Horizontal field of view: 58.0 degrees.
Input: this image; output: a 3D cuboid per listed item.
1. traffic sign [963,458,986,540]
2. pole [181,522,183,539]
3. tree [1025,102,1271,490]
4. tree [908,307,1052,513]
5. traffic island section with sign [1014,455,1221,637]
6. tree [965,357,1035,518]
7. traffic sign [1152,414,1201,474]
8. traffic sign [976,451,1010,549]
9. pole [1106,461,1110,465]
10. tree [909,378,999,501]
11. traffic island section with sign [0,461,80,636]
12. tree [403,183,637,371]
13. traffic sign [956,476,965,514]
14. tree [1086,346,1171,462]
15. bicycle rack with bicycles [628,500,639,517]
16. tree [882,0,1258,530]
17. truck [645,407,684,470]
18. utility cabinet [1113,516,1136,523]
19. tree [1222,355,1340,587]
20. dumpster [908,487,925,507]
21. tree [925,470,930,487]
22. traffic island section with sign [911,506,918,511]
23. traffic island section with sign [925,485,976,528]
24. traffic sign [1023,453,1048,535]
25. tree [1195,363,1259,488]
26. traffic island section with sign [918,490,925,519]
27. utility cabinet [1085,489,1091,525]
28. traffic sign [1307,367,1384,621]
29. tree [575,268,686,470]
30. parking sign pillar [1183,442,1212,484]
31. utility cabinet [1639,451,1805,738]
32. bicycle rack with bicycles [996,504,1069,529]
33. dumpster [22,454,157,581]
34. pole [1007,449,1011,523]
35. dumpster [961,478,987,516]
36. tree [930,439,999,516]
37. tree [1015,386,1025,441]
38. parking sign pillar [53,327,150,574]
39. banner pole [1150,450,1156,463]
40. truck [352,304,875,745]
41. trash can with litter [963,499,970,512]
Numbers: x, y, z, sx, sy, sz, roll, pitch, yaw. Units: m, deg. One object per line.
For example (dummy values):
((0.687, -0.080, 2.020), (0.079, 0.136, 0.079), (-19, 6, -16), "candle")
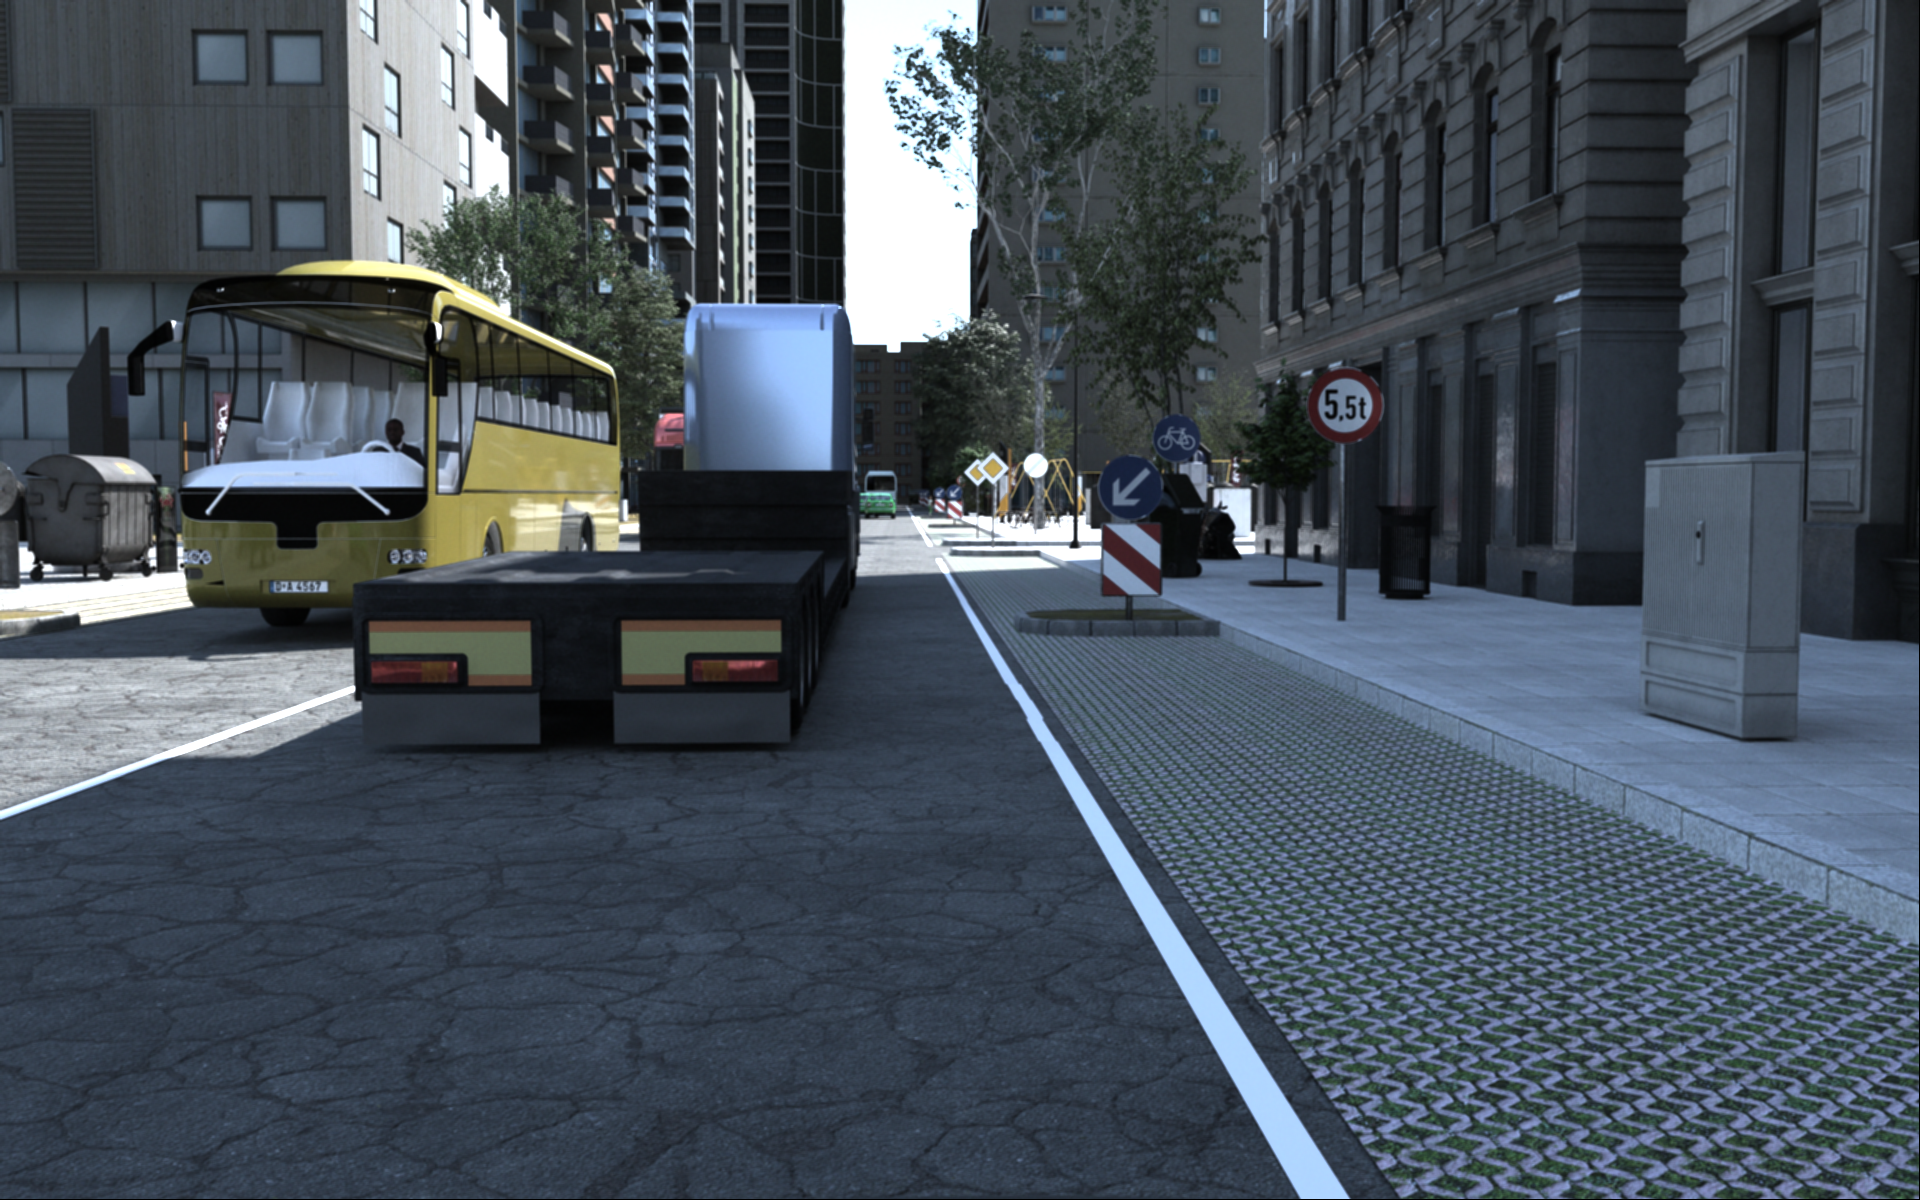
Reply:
((0.494, -2.756, 48.702), (0.795, 2.450, 0.064), (0, 4, -2), "traffic sign")
((-21.833, -3.358, 48.740), (0.158, 3.312, 0.155), (0, 3, 0), "pole")
((3.634, -4.986, 31.884), (4.737, 8.622, 4.395), (0, 3, 0), "tree")
((1.137, -12.947, 118.346), (9.857, 13.997, 8.962), (0, 3, 0), "tree")
((1.590, -0.589, 18.250), (1.989, 1.847, 2.006), (0, 4, -2), "traffic island section with sign")
((2.123, -8.766, 93.684), (4.360, 8.622, 3.978), (0, 3, 0), "tree")
((3.459, -1.690, 27.736), (0.768, 2.556, 0.104), (0, 4, 8), "traffic sign")
((0.774, -2.268, 40.721), (0.795, 2.450, 0.064), (0, 4, -2), "traffic sign")
((9.032, -6.852, 105.873), (0.158, 3.312, 0.155), (0, 3, 0), "pole")
((0.127, -11.884, 128.709), (8.767, 10.594, 7.601), (0, 4, 8), "tree")
((-10.431, -0.578, 18.078), (1.989, 1.847, 2.006), (0, 4, -2), "traffic island section with sign")
((-14.748, -8.022, 56.915), (9.928, 11.665, 9.643), (0, 3, 0), "tree")
((0.158, -6.767, 110.743), (0.768, 2.556, 0.104), (0, 4, 7), "traffic sign")
((8.021, -8.188, 84.241), (4.360, 8.622, 3.978), (0, 3, 0), "tree")
((-17.252, -5.140, 97.422), (2.925, 0.926, 2.852), (3, 5, 44), "bicycle rack with bicycles")
((4.136, -12.563, 61.292), (12.611, 20.169, 13.585), (0, 3, 0), "tree")
((-8.613, -4.233, 58.128), (2.839, 4.237, 11.283), (0, 4, -4), "truck")
((3.124, -1.487, 32.987), (0.318, 1.500, 1.173), (1, 4, 12), "utility cabinet")
((4.561, -1.823, 24.402), (1.663, 3.219, 1.824), (0, 3, 0), "tree")
((-4.926, -11.815, 198.124), (1.985, 2.255, 1.502), (0, 4, -3), "dumpster")
((-1.121, -11.021, 163.902), (4.285, 4.588, 4.351), (0, 3, 0), "tree")
((-3.092, -8.743, 151.574), (1.989, 1.847, 2.006), (0, 4, -2), "traffic island section with sign")
((-0.360, -3.985, 73.785), (1.989, 1.847, 2.006), (0, 4, -2), "traffic island section with sign")
((2.360, -3.298, 54.029), (0.768, 2.556, 0.104), (0, 4, 2), "traffic sign")
((15.285, -9.045, 98.240), (4.360, 8.622, 3.978), (0, 3, 0), "tree")
((-1.300, -5.633, 100.724), (1.989, 1.847, 2.006), (0, 4, -2), "traffic island section with sign")
((5.406, -3.862, 71.828), (0.318, 1.500, 1.173), (1, 4, 10), "utility cabinet")
((3.870, -1.063, 17.488), (0.768, 2.556, 0.104), (0, 4, 3), "traffic sign")
((-16.086, -10.357, 87.469), (7.486, 12.596, 7.792), (0, 3, 0), "tree")
((10.316, -5.315, 75.378), (1.447, 3.967, 1.447), (-3, 5, -41), "parking sign pillar")
((4.136, -0.050, 9.491), (0.318, 1.500, 1.173), (0, 4, -4), "utility cabinet")
((2.722, -3.133, 64.612), (2.925, 0.926, 2.852), (-1, 4, -22), "bicycle rack with bicycles")
((-13.115, -1.246, 26.134), (1.264, 1.857, 1.865), (0, 4, -2), "dumpster")
((2.208, -5.133, 77.760), (0.158, 3.312, 0.155), (0, 3, 0), "pole")
((0.806, -5.977, 100.224), (1.502, 2.255, 1.985), (0, 4, -2), "dumpster")
((1.102, -7.332, 103.590), (4.285, 4.588, 4.351), (0, 3, 0), "tree")
((5.267, -9.669, 108.447), (4.737, 8.622, 4.395), (0, 3, 0), "tree")
((-14.179, -2.449, 28.512), (1.447, 3.967, 1.447), (3, 5, 40), "parking sign pillar")
((11.613, -6.948, 103.619), (0.401, 3.779, 0.863), (2, 4, 24), "banner pole")
((-2.485, -1.774, 18.766), (2.967, 4.110, 18.799), (0, 4, -2), "truck")
((0.705, -6.892, 124.066), (1.055, 1.170, 0.624), (0, 4, 3), "trash can with litter")
